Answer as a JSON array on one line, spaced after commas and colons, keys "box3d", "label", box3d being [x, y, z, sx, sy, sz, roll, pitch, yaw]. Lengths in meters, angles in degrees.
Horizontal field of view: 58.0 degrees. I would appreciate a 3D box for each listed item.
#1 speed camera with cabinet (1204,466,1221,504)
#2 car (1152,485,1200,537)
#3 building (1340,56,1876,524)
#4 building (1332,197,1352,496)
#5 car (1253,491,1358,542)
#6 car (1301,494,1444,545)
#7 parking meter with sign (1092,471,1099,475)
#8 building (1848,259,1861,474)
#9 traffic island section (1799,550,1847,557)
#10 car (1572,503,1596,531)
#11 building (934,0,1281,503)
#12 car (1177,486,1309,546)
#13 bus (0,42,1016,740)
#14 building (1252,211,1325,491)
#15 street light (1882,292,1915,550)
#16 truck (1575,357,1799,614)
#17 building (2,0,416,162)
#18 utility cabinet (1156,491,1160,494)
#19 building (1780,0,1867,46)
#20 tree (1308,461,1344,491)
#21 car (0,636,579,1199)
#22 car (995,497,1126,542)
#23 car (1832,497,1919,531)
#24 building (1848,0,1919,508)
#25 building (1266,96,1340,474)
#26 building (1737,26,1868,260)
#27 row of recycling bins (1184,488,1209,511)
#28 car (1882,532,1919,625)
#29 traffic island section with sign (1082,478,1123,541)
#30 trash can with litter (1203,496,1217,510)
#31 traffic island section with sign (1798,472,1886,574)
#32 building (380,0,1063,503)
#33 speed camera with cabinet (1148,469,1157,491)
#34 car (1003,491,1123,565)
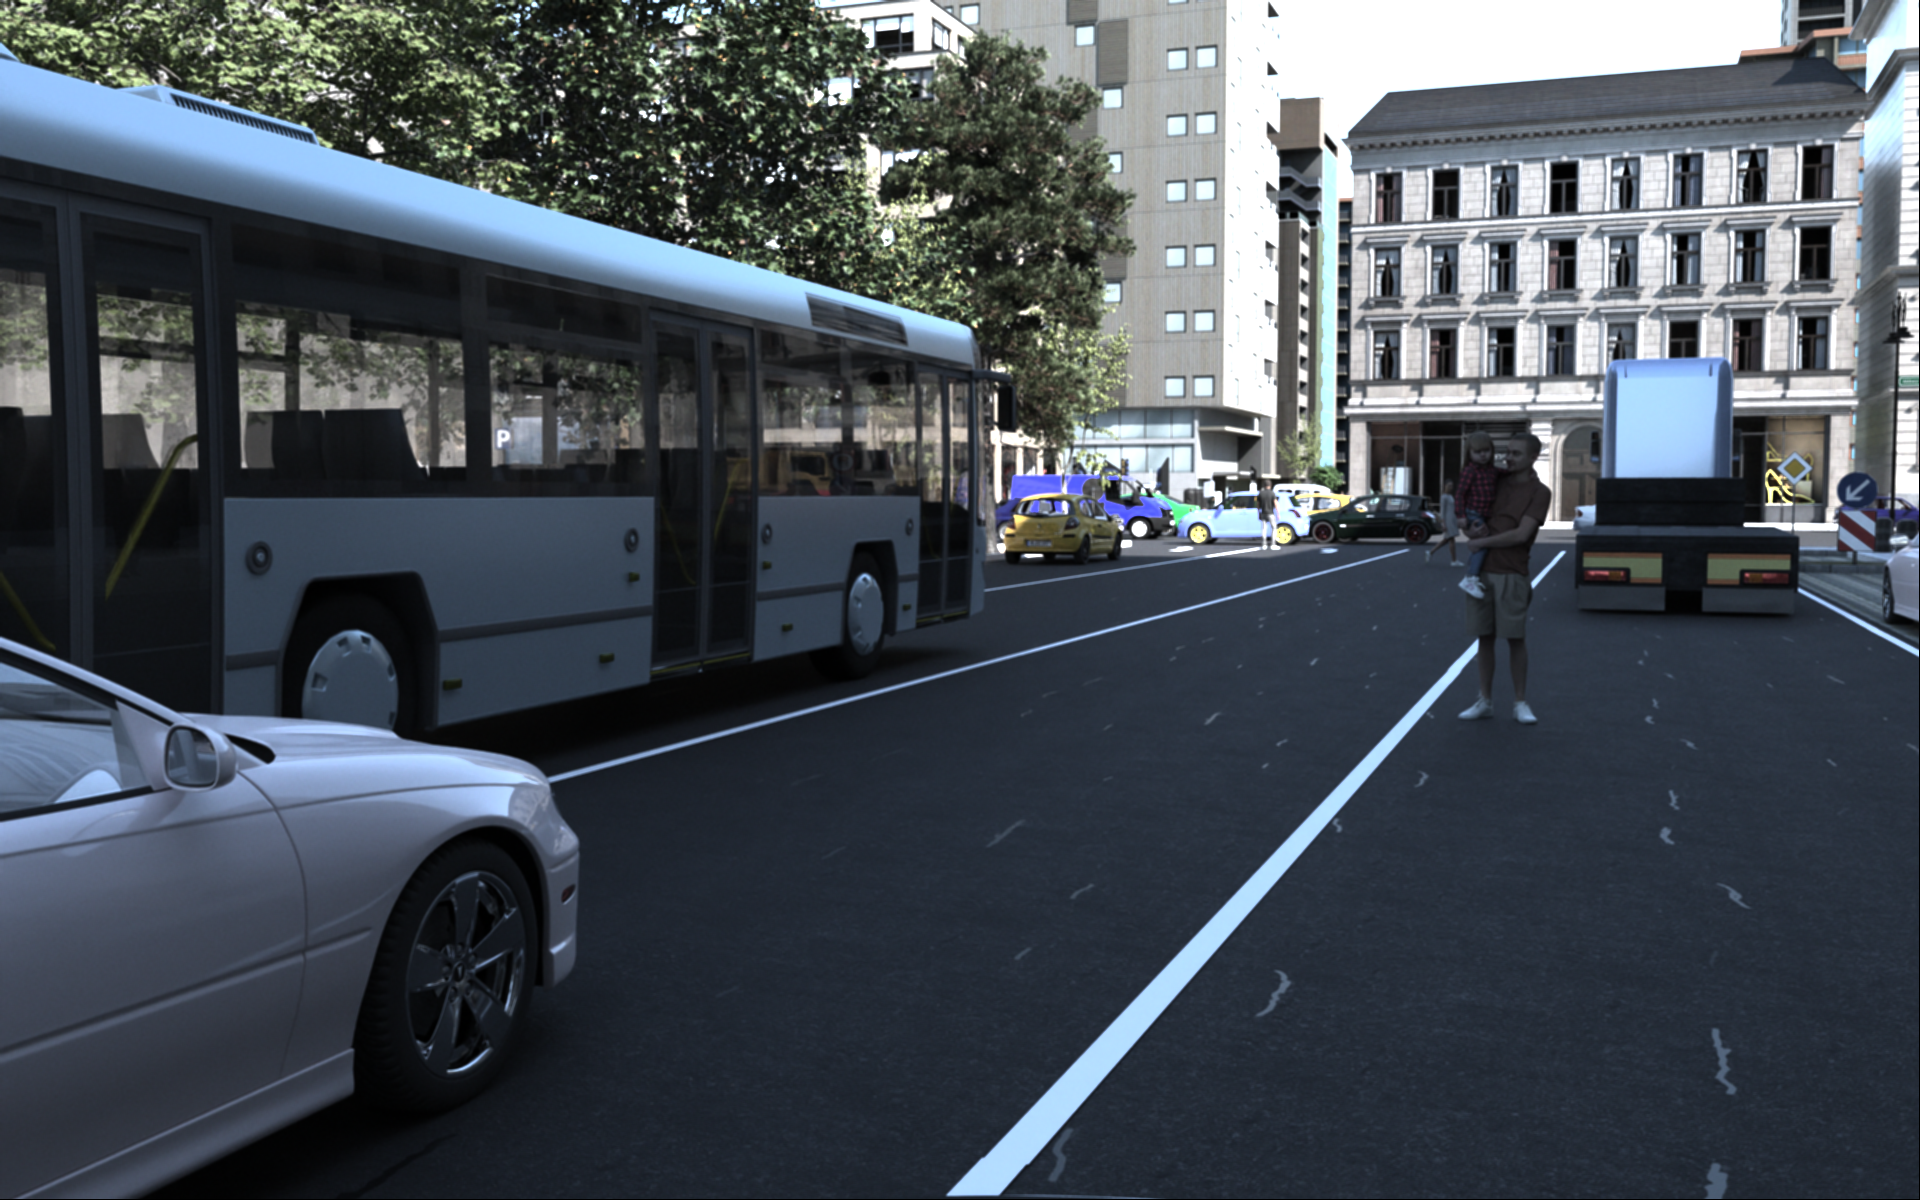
[{"box3d": [18.203, -7.980, 124.806, 0.660, 3.252, 2.038, 2, 4, 30], "label": "speed camera with cabinet"}, {"box3d": [5.965, -3.101, 59.496, 4.718, 1.807, 1.959, 1, 4, 22], "label": "car"}, {"box3d": [21.011, -14.286, 84.492, 40.483, 20.767, 10.553, 1, 4, 21], "label": "building"}, {"box3d": [45.589, -36.414, 249.988, 28.867, 44.769, 22.147, 1, 4, 21], "label": "building"}, {"box3d": [10.556, -2.633, 53.280, 3.980, 1.641, 2.015, 1, 4, 22], "label": "car"}, {"box3d": [11.883, -2.475, 50.261, 4.222, 1.686, 2.009, 1, 4, 20], "label": "car"}, {"box3d": [9.674, -7.395, 117.162, 0.543, 3.016, 1.738, -2, 4, -32], "label": "parking meter with sign"}, {"box3d": [78.471, -17.957, 138.636, 27.650, 21.520, 28.899, 1, 4, 21], "label": "building"}, {"box3d": [19.684, -1.140, 40.917, 2.009, 0.180, 2.903, 1, 4, 21], "label": "traffic island section"}, {"box3d": [21.807, -2.626, 54.941, 4.499, 1.417, 2.014, 1, 4, 21], "label": "car"}, {"box3d": [13.950, -34.881, 159.550, 28.713, 52.752, 27.495, 1, 4, 21], "label": "building"}, {"box3d": [8.056, -2.433, 49.377, 3.694, 1.707, 1.945, 1, 4, 19], "label": "car"}, {"box3d": [-2.812, -0.992, 11.083, 2.948, 3.499, 13.247, 1, 4, 19], "label": "bus"}, {"box3d": [29.070, -24.816, 177.434, 14.160, 30.474, 14.107, 1, 4, 21], "label": "building"}, {"box3d": [21.465, -4.095, 39.747, 0.468, 5.910, 1.993, 1, 4, 21], "label": "street light"}, {"box3d": [11.907, -2.398, 28.969, 2.967, 4.110, 18.799, 1, 4, 21], "label": "truck"}, {"box3d": [-32.281, -14.744, 45.582, 34.151, 26.468, 19.350, 1, 4, 21], "label": "building"}, {"box3d": [13.684, -7.032, 123.654, 1.173, 1.500, 0.318, -2, 4, -28], "label": "utility cabinet"}, {"box3d": [116.450, -47.939, 222.053, 20.611, 71.187, 20.563, 1, 4, 21], "label": "building"}, {"box3d": [35.366, -11.249, 167.634, 4.285, 4.588, 4.351, 0, 3, 0], "label": "tree"}, {"box3d": [-2.483, 0.576, 2.952, 2.083, 1.381, 4.827, 1, 4, 19], "label": "car"}, {"box3d": [2.893, -2.371, 51.340, 3.894, 1.354, 1.945, 1, 4, 21], "label": "car"}, {"box3d": [34.996, -3.207, 65.007, 3.894, 1.354, 1.945, 1, 4, 20], "label": "car"}, {"box3d": [51.777, -17.537, 74.116, 23.554, 28.519, 14.401, 1, 4, 21], "label": "building"}, {"box3d": [34.046, -33.253, 193.793, 14.200, 45.320, 14.600, 1, 4, 21], "label": "building"}, {"box3d": [85.589, -31.281, 166.062, 22.147, 44.769, 28.867, 1, 4, 21], "label": "building"}, {"box3d": [17.581, -7.401, 128.114, 1.069, 1.692, 3.534, 2, 4, 32], "label": "row of recycling bins"}, {"box3d": [10.536, -0.303, 17.321, 2.083, 1.381, 4.827, 1, 4, 20], "label": "car"}, {"box3d": [3.457, -2.395, 47.301, 2.006, 1.907, 1.989, 1, 4, 21], "label": "traffic island section with sign"}, {"box3d": [17.153, -6.606, 119.392, 1.055, 1.170, 0.624, -2, 4, -30], "label": "trash can with litter"}, {"box3d": [16.275, -1.421, 31.859, 1.989, 1.847, 2.006, 1, 4, 21], "label": "traffic island section with sign"}, {"box3d": [-13.131, -18.139, 101.086, 34.151, 26.468, 19.350, 1, 4, 21], "label": "building"}, {"box3d": [15.470, -8.679, 136.242, 0.660, 3.252, 2.038, -1, 4, -20], "label": "speed camera with cabinet"}, {"box3d": [2.258, -1.625, 36.787, 2.015, 1.641, 3.980, 1, 4, 20], "label": "car"}]
